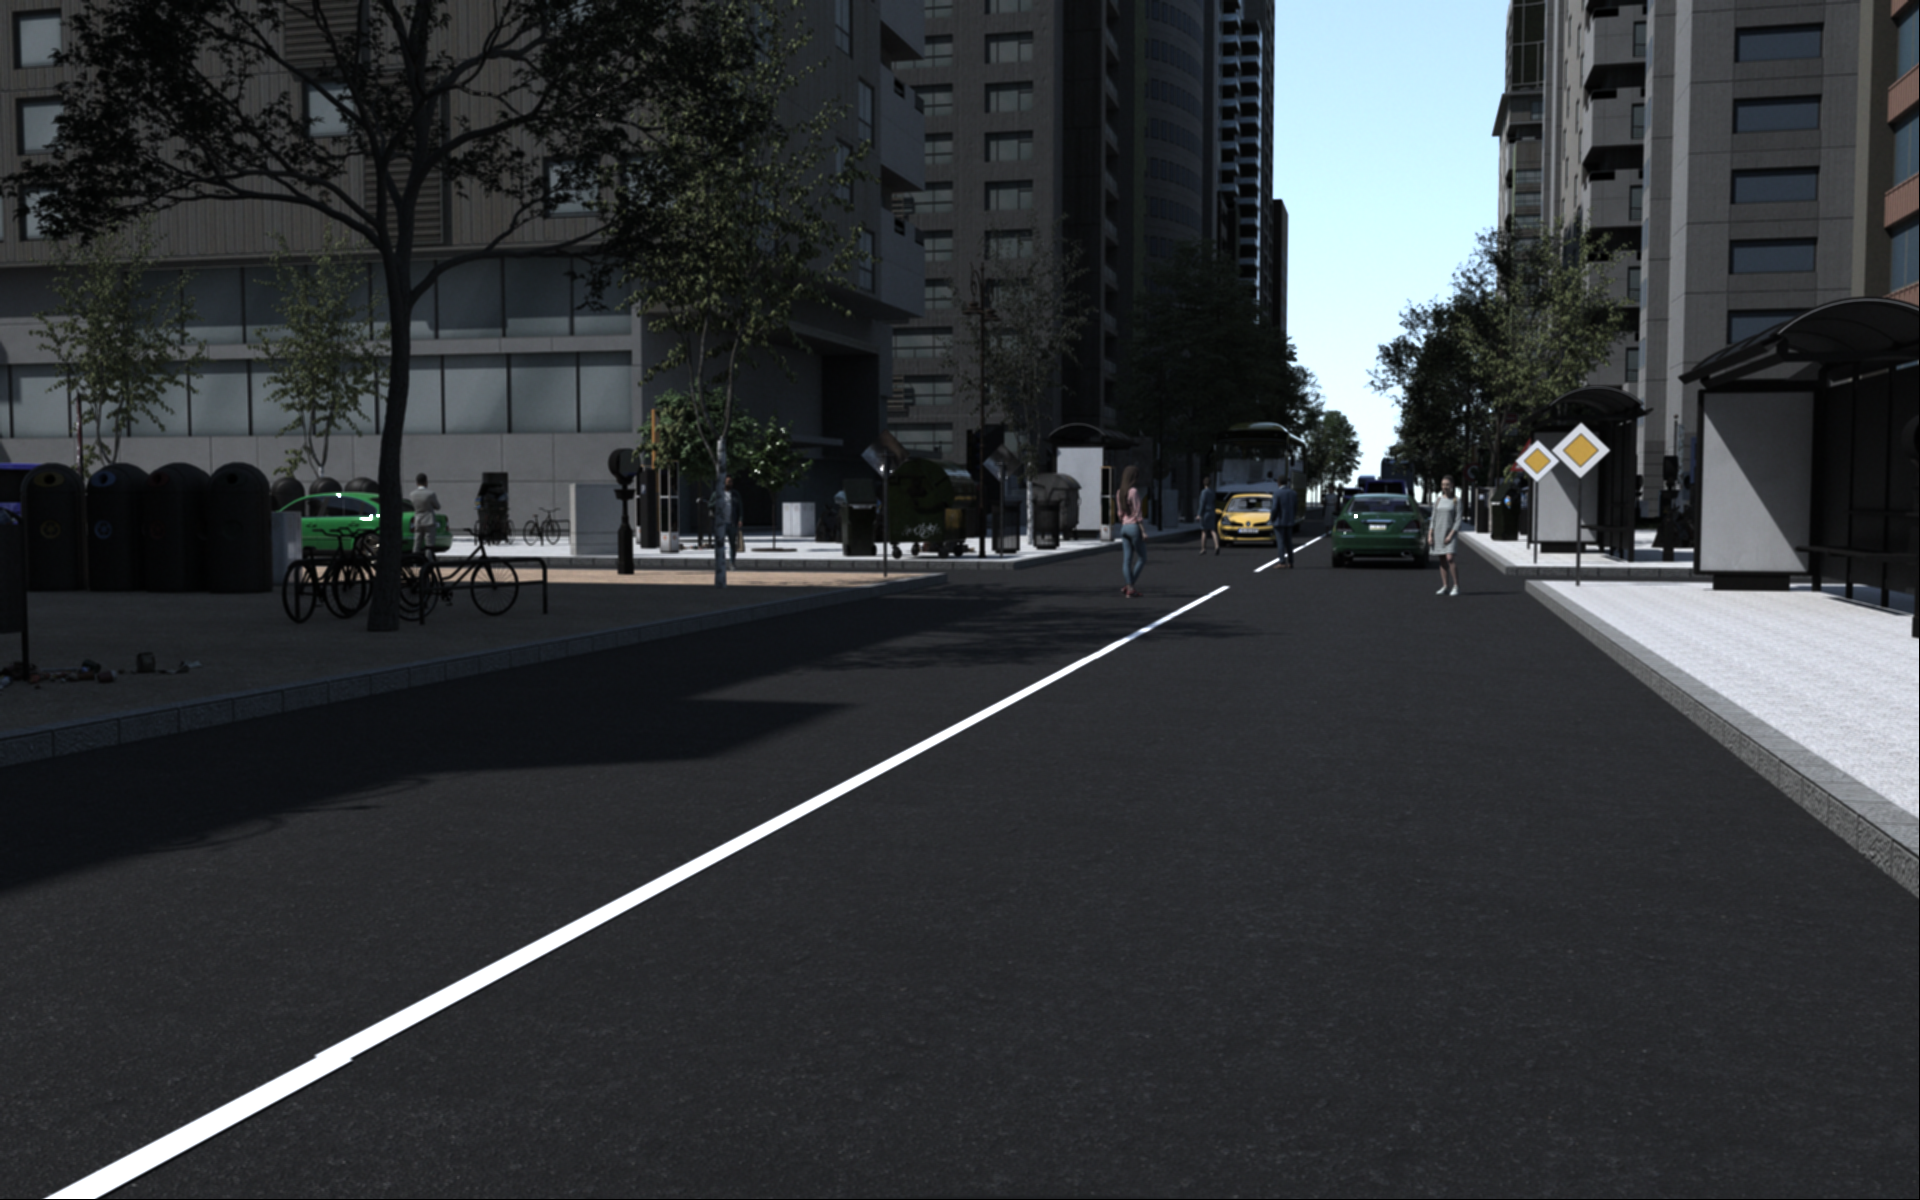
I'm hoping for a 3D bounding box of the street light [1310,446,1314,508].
[{"bbox_3d":[32.750,-11.513,161.020,0.468,5.910,1.993,1,4,14],"label":"street light"}]

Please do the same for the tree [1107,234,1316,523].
[{"bbox_3d":[10.521,-9.659,76.059,7.486,12.596,7.792,0,3,0],"label":"tree"}]

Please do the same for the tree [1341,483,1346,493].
[{"bbox_3d":[55.274,-15.747,252.067,1.663,3.219,1.824,0,3,0],"label":"tree"}]

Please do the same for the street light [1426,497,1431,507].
[{"bbox_3d":[48.403,-12.539,177.795,0.468,5.910,1.993,1,4,14],"label":"street light"}]

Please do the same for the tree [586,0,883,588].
[{"bbox_3d":[-3.213,-4.487,23.731,4.737,8.622,4.395,0,3,0],"label":"tree"}]

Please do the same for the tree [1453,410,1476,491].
[{"bbox_3d":[38.917,-11.328,135.573,4.360,8.622,3.978,0,3,0],"label":"tree"}]

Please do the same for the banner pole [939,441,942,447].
[{"bbox_3d":[-1.022,-5.590,81.418,0.401,3.779,0.863,2,4,26],"label":"banner pole"}]

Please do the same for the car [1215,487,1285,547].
[{"bbox_3d":[8.116,-2.308,47.956,2.015,1.641,3.980,1,4,13],"label":"car"}]

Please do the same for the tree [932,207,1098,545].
[{"bbox_3d":[1.555,-5.709,43.700,4.360,8.622,3.978,0,3,0],"label":"tree"}]

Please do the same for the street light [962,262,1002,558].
[{"bbox_3d":[0.447,-3.784,34.655,0.468,5.910,1.993,1,4,14],"label":"street light"}]

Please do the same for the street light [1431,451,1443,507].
[{"bbox_3d":[41.820,-10.959,151.968,0.468,5.910,1.993,1,4,14],"label":"street light"}]

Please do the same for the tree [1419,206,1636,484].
[{"bbox_3d":[15.165,-5.757,44.497,4.737,8.622,4.395,0,3,0],"label":"tree"}]

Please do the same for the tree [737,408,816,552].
[{"bbox_3d":[-4.048,-2.708,38.871,1.663,3.219,1.824,0,3,0],"label":"tree"}]

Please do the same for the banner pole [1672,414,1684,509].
[{"bbox_3d":[22.659,-3.955,54.674,0.863,3.779,0.401,-3,5,-44],"label":"banner pole"}]

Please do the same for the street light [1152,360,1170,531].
[{"bbox_3d":[6.969,-5.341,60.111,0.468,5.910,1.993,1,4,14],"label":"street light"}]

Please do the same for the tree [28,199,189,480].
[{"bbox_3d":[-20.676,-5.627,42.357,4.737,8.622,4.395,0,3,0],"label":"tree"}]

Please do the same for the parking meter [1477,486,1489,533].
[{"bbox_3d":[17.240,-2.977,57.084,0.372,1.533,0.369,0,3,0],"label":"parking meter"}]

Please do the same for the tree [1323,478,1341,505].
[{"bbox_3d":[44.785,-13.158,209.733,1.663,3.219,1.824,0,3,0],"label":"tree"}]

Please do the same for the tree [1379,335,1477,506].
[{"bbox_3d":[52.507,-20.300,187.799,12.611,20.169,13.585,0,3,0],"label":"tree"}]

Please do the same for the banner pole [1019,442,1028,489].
[{"bbox_3d":[3.031,-5.704,83.274,0.863,3.779,0.401,-3,5,-42],"label":"banner pole"}]

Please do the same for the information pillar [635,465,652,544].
[{"bbox_3d":[-8.105,-2.440,44.393,0.304,2.012,0.304,2,4,29],"label":"information pillar"}]

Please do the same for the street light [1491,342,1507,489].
[{"bbox_3d":[16.382,-4.884,52.649,0.468,5.910,1.993,1,4,14],"label":"street light"}]

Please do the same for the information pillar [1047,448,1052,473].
[{"bbox_3d":[4.558,-5.864,87.225,0.504,3.616,0.183,3,5,41],"label":"information pillar"}]

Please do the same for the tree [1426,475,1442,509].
[{"bbox_3d":[40.656,-9.378,147.927,1.663,3.219,1.824,0,3,0],"label":"tree"}]

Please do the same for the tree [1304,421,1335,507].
[{"bbox_3d":[35.741,-13.695,174.270,4.360,8.622,3.978,0,3,0],"label":"tree"}]

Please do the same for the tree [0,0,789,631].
[{"bbox_3d":[-5.073,-4.987,15.955,7.601,10.594,8.767,0,4,-4],"label":"tree"}]

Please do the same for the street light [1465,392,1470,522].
[{"bbox_3d":[22.880,-6.445,78.158,0.468,5.910,1.993,1,4,14],"label":"street light"}]

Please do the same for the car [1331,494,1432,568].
[{"bbox_3d":[8.574,-1.428,35.144,2.131,1.459,4.920,1,4,16],"label":"car"}]

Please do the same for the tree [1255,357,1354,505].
[{"bbox_3d":[23.700,-12.415,128.747,9.928,11.665,9.643,0,3,0],"label":"tree"}]

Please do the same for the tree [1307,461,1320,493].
[{"bbox_3d":[28.352,-9.868,145.052,4.285,4.588,4.351,0,3,0],"label":"tree"}]

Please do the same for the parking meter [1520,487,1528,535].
[{"bbox_3d":[17.794,-2.811,54.376,0.372,1.533,0.369,0,3,0],"label":"parking meter"}]

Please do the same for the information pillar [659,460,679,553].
[{"bbox_3d":[-6.329,-2.031,37.695,0.304,2.012,0.304,2,4,33],"label":"information pillar"}]

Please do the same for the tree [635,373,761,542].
[{"bbox_3d":[-7.053,-3.862,46.864,4.285,4.588,4.351,0,3,0],"label":"tree"}]

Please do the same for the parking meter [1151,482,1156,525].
[{"bbox_3d":[8.078,-4.006,71.204,0.255,1.863,0.399,-2,4,-32],"label":"parking meter"}]

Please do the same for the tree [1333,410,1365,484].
[{"bbox_3d":[50.595,-19.250,232.857,7.486,12.596,7.792,0,3,0],"label":"tree"}]

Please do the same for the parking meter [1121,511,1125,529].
[{"bbox_3d":[6.039,-3.322,62.729,0.372,1.533,0.369,0,3,0],"label":"parking meter"}]

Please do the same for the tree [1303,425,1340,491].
[{"bbox_3d":[37.595,-14.151,181.731,4.737,8.622,4.395,0,3,0],"label":"tree"}]

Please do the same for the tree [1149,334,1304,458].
[{"bbox_3d":[14.527,-9.707,93.115,8.767,10.594,7.601,-1,4,-21],"label":"tree"}]

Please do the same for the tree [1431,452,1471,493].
[{"bbox_3d":[30.805,-7.568,107.450,4.285,4.588,4.351,0,3,0],"label":"tree"}]

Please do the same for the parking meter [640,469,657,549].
[{"bbox_3d":[-7.365,-2.151,40.874,0.255,1.863,0.399,-3,5,-39],"label":"parking meter"}]

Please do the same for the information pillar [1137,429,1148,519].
[{"bbox_3d":[6.549,-4.336,62.242,0.504,3.616,0.183,-3,5,-43],"label":"information pillar"}]

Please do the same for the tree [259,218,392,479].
[{"bbox_3d":[-17.135,-5.883,46.552,4.737,8.622,4.395,0,3,0],"label":"tree"}]

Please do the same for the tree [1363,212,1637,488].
[{"bbox_3d":[17.889,-7.577,58.295,8.767,10.594,7.601,0,4,4],"label":"tree"}]

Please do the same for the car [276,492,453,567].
[{"bbox_3d":[-12.670,-1.602,34.990,4.718,1.807,1.959,1,4,12],"label":"car"}]

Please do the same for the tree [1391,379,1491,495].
[{"bbox_3d":[45.706,-15.485,163.547,12.009,13.543,11.850,0,3,0],"label":"tree"}]

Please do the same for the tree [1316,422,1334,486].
[{"bbox_3d":[17.302,-11.323,103.257,7.486,12.596,7.792,0,3,0],"label":"tree"}]

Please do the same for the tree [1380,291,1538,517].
[{"bbox_3d":[28.251,-10.960,96.212,9.611,12.733,9.660,0,3,0],"label":"tree"}]

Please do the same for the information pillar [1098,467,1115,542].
[{"bbox_3d":[3.982,-2.579,46.658,0.304,2.012,0.304,2,4,29],"label":"information pillar"}]

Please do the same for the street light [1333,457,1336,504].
[{"bbox_3d":[46.639,-14.832,215.292,0.468,5.910,1.993,1,4,14],"label":"street light"}]

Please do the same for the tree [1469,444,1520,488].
[{"bbox_3d":[20.035,-4.346,65.659,1.663,3.219,1.824,0,3,0],"label":"tree"}]
